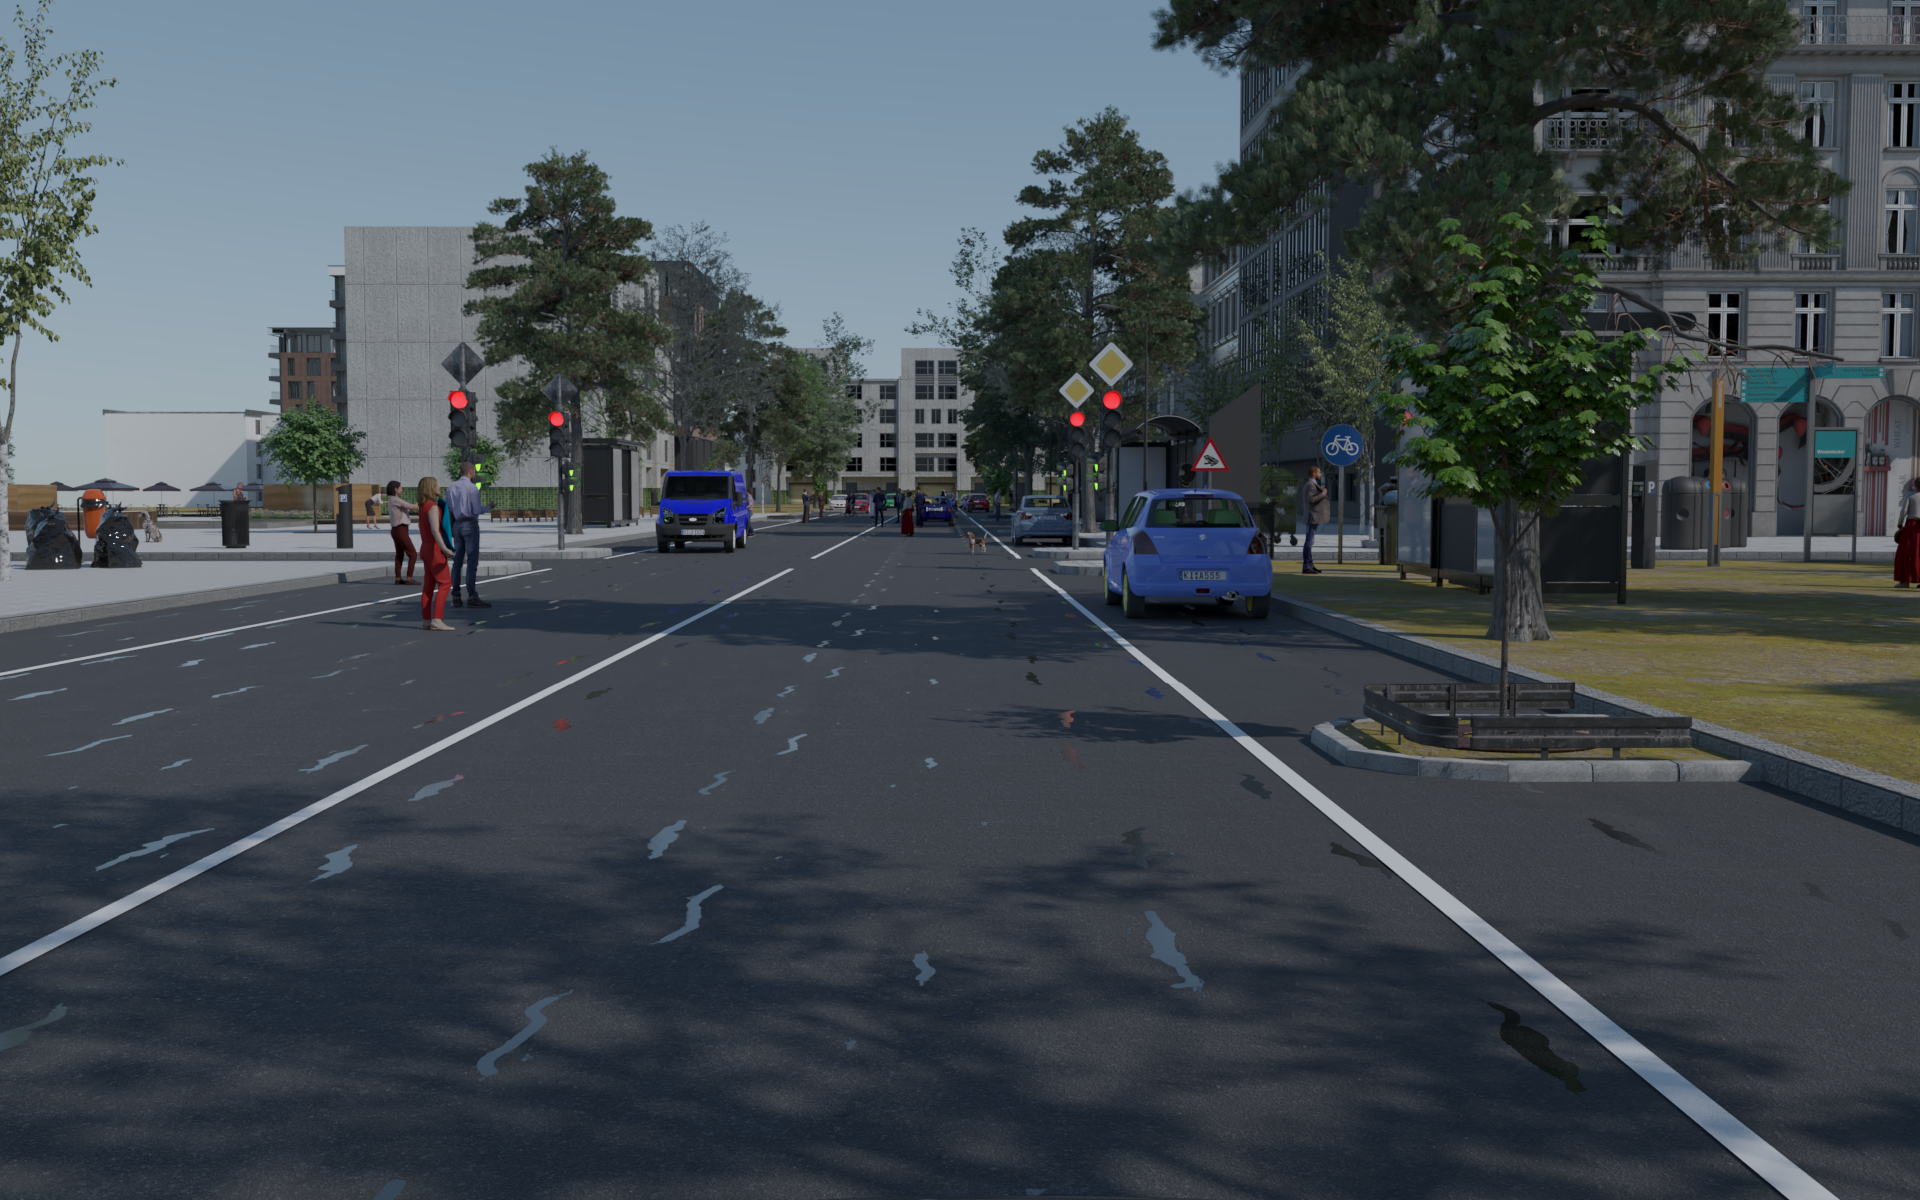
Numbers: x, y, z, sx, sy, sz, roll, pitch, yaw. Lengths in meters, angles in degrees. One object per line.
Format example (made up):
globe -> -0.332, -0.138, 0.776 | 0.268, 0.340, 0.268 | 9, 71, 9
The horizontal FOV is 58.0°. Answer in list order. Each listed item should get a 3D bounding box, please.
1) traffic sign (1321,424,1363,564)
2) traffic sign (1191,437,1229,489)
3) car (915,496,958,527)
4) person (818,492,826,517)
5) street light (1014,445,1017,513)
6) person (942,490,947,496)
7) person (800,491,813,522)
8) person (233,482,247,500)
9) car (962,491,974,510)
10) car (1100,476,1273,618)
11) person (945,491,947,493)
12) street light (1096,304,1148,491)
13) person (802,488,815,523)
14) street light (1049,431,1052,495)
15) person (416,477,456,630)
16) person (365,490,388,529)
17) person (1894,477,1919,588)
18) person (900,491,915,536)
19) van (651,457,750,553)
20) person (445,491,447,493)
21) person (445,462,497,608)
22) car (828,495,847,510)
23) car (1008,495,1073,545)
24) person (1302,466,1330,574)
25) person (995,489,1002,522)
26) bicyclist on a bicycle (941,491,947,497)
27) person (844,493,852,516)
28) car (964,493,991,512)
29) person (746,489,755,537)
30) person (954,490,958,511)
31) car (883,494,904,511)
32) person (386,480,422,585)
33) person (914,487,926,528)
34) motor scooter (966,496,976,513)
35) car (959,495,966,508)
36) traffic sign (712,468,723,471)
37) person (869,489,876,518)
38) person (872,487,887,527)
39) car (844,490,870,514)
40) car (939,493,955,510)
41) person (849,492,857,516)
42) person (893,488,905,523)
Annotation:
traffic sign -> 6.951, -1.926, 31.590 | 0.768, 2.556, 0.104 | 0, 4, 1
traffic sign -> 5.727, -2.429, 39.713 | 0.884, 2.594, 0.081 | 0, 4, 1
car -> -1.085, -3.981, 77.671 | 1.945, 1.354, 3.894 | 0, 4, 1
person -> -8.472, -5.845, 106.329 | 0.482, 1.546, 0.388 | -2, 4, -32
street light -> 3.216, -8.706, 114.881 | 1.470, 5.913, 1.316 | 0, 4, -1
person -> -1.281, -7.134, 125.875 | 0.721, 1.736, 1.217 | -3, 5, -42
person -> -7.794, -4.744, 87.926 | 0.662, 1.594, 0.647 | -1, 4, -14
person -> -22.343, -2.829, 53.763 | 0.415, 1.643, 0.593 | -2, 4, -34
car -> 1.181, -8.844, 154.197 | 1.945, 1.707, 3.694 | 0, 4, -1
car -> 2.718, -0.715, 21.287 | 1.945, 1.707, 3.694 | 0, 4, -1
person -> -1.287, -9.903, 171.216 | 0.445, 1.727, 0.742 | -1, 4, -18
street light -> 4.022, -4.284, 42.580 | 1.470, 5.913, 1.316 | 0, 4, -1
person -> -7.407, -4.615, 84.760 | 0.742, 1.727, 0.445 | 1, 4, 16
street light -> 3.601, -6.516, 79.082 | 1.470, 5.913, 1.316 | 0, 4, -1
person -> -5.549, -0.500, 18.378 | 0.444, 1.614, 0.593 | -1, 4, -9
person -> -21.433, -3.327, 63.624 | 0.628, 1.438, 0.799 | 3, 4, 36
person -> 13.028, -0.923, 23.600 | 0.523, 1.526, 0.387 | 1, 4, 18
person -> -1.764, -2.919, 58.694 | 0.387, 1.526, 0.523 | 3, 4, 37
van -> -6.512, -2.423, 44.001 | 2.240, 2.365, 5.245 | 0, 4, -3
person -> -21.724, -3.980, 74.350 | 0.697, 1.427, 0.421 | 0, 4, -3
person -> -6.181, -0.834, 22.010 | 0.709, 1.838, 0.599 | 2, 4, 30
car -> -10.195, -8.282, 147.773 | 2.083, 1.381, 4.827 | 0, 4, -2
car -> 2.383, -2.298, 49.581 | 2.014, 1.417, 4.499 | 0, 4, 0
person -> 5.716, -1.282, 27.820 | 0.431, 1.722, 0.655 | 1, 4, 10
person -> 1.997, -4.830, 88.406 | 0.436, 1.711, 0.756 | 1, 4, 20
bicyclist on a bicycle -> -0.882, -4.885, 89.887 | 1.499, 1.676, 1.625 | 0, 4, -2
person -> -7.247, -6.182, 112.123 | 0.480, 1.512, 0.613 | 2, 4, 33
car -> 1.414, -7.824, 136.960 | 2.155, 1.783, 4.494 | 0, 4, -1
person -> -7.012, -2.867, 57.329 | 0.435, 1.587, 0.963 | -1, 4, -11
person -> -0.350, -8.447, 146.595 | 0.705, 1.826, 1.348 | 0, 4, -5
car -> -5.690, -8.564, 148.816 | 1.959, 1.807, 4.718 | 0, 4, -1
person -> -8.737, -1.064, 27.363 | 0.566, 1.644, 0.517 | 0, 4, 8
person -> -1.788, -3.951, 73.808 | 0.504, 1.737, 0.576 | 2, 4, 25
motor scooter -> 0.847, -7.333, 132.674 | 0.815, 1.314, 1.986 | 0, 4, 1
car -> 0.892, -10.134, 178.049 | 2.083, 1.381, 4.827 | 0, 4, 1
traffic sign -> -11.807, -5.137, 84.103 | 0.768, 2.556, 0.104 | 0, 4, 1
person -> -5.166, -5.758, 103.319 | 0.551, 1.740, 0.621 | 0, 4, 3
person -> -3.543, -4.056, 75.521 | 0.576, 1.737, 0.504 | -2, 4, -31
car -> -7.522, -7.326, 128.820 | 2.155, 1.783, 4.494 | 0, 4, 1
car -> -1.281, -9.101, 158.394 | 1.945, 1.707, 3.694 | 0, 4, 1
person -> -6.824, -6.123, 110.812 | 0.569, 1.553, 0.471 | -3, 5, -45
person -> -3.012, -4.671, 85.693 | 0.655, 1.722, 0.431 | 2, 4, 33
